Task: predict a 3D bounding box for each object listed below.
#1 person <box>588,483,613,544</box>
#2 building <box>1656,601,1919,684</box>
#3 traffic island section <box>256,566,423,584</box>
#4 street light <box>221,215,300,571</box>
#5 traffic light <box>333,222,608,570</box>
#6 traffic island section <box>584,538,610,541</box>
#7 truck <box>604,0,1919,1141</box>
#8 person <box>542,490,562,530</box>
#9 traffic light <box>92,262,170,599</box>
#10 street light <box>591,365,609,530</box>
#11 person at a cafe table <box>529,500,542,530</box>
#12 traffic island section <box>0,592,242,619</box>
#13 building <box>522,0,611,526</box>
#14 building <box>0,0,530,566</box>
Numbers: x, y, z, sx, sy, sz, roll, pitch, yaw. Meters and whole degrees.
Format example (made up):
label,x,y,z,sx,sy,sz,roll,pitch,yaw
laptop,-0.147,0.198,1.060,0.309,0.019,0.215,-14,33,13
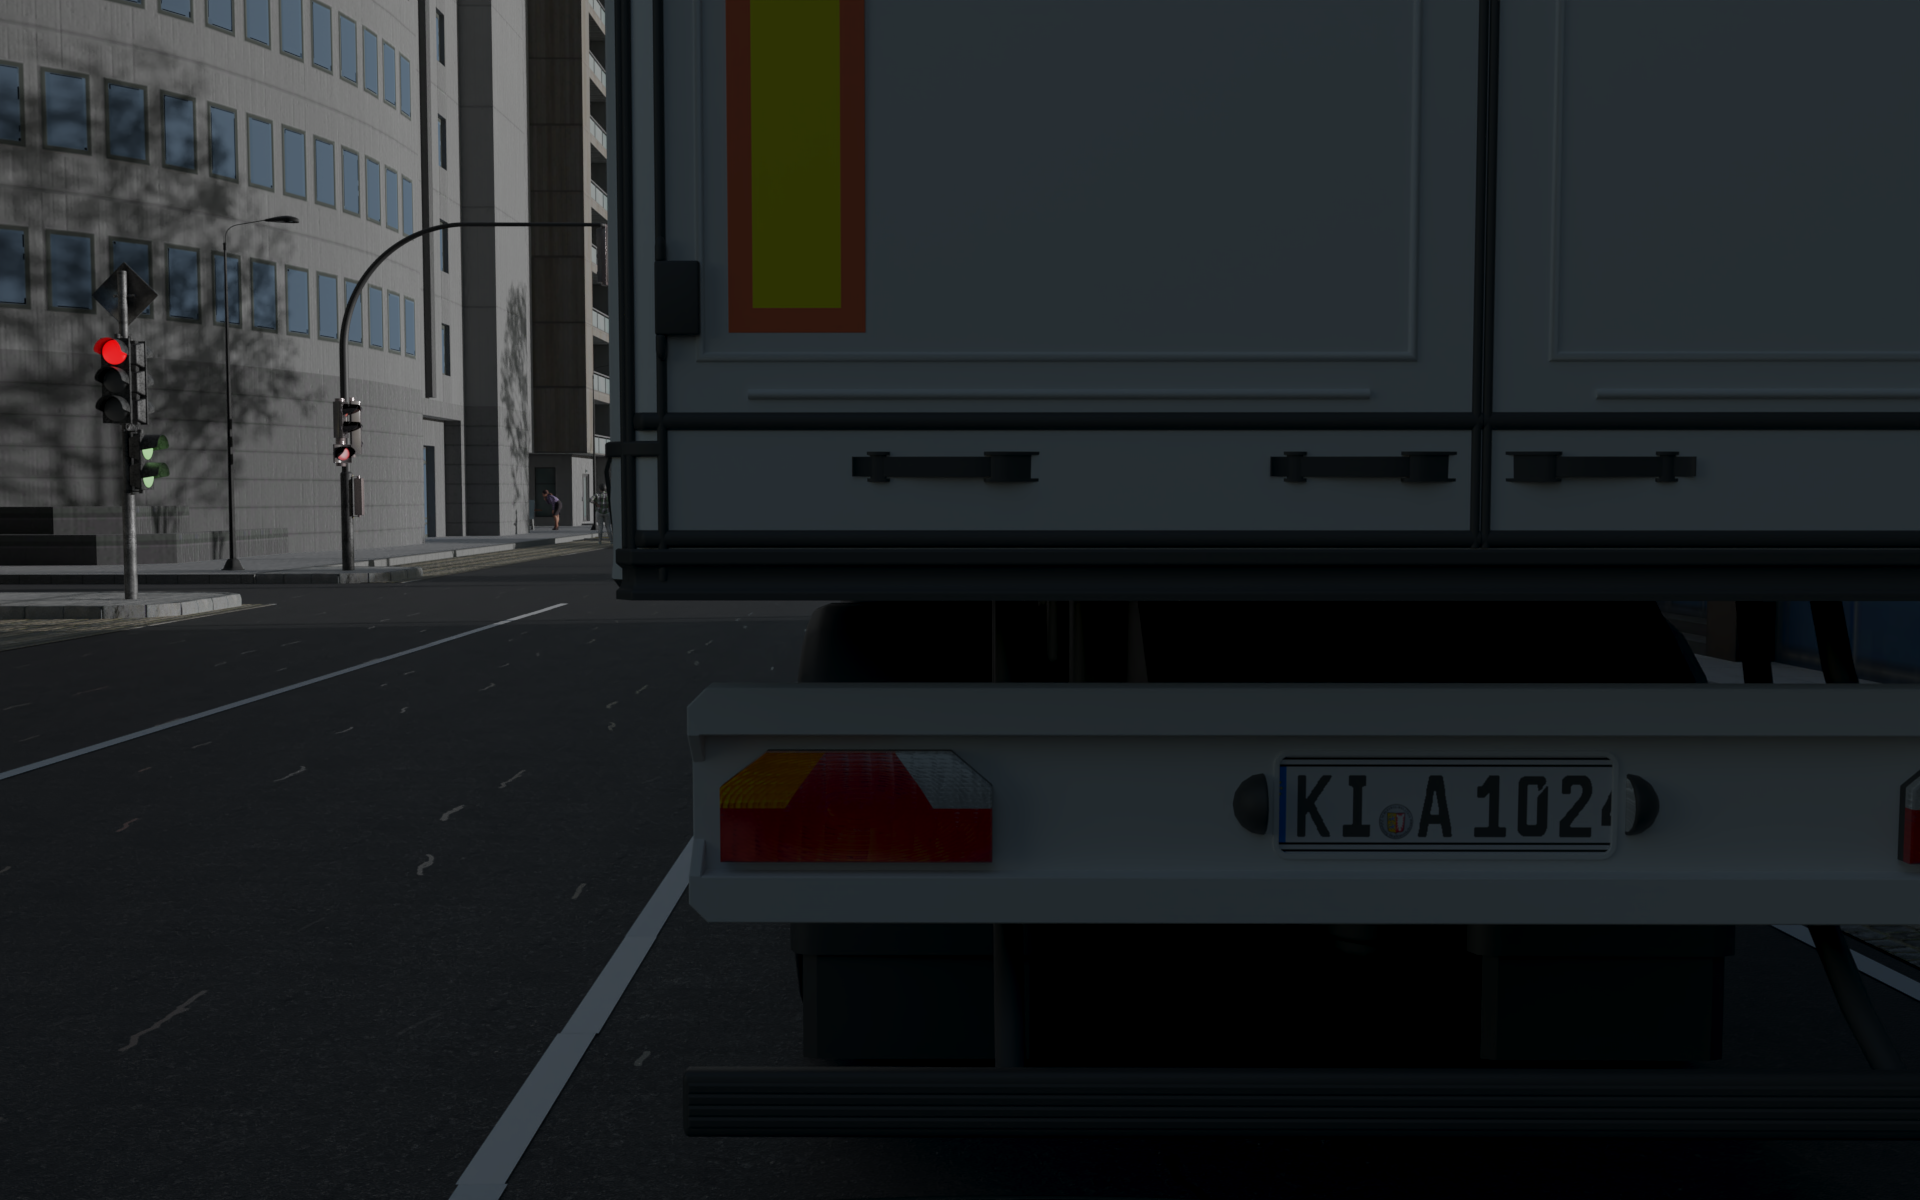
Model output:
label,x,y,z,sx,sy,sz,roll,pitch,yaw
person,-10.141,-2.450,49.287,0.841,1.734,0.376,-1,4,-13
building,12.582,-22.224,13.469,14.600,45.320,14.200,0,4,-1
traffic island section,-10.314,-0.421,29.158,2.009,0.180,2.903,0,4,-1
street light,-11.714,-3.455,29.027,1.470,5.913,1.316,0,4,-1
traffic light,-8.184,-3.329,29.102,4.771,5.953,1.251,0,4,-1
traffic island section,-10.501,-1.893,53.810,1.991,0.108,1.994,0,4,-1
truck,0.760,-1.163,7.929,2.839,4.237,11.283,0,4,0
person,-14.428,-3.183,61.311,0.697,1.427,0.421,-2,4,-27
traffic light,-10.107,-1.965,21.041,0.839,4.253,0.868,0,4,-1
street light,-12.416,-5.430,61.325,1.470,5.913,1.316,0,4,-1
person at a cafe table,-15.805,-3.129,62.027,1.698,1.238,1.726,-3,5,-39
traffic island section,-10.147,0.068,21.174,2.009,0.180,2.903,0,4,-1
building,-20.859,-23.684,70.825,14.154,41.232,14.086,0,4,-1
building,-24.383,-30.527,41.123,21.231,58.520,28.212,0,4,-1
